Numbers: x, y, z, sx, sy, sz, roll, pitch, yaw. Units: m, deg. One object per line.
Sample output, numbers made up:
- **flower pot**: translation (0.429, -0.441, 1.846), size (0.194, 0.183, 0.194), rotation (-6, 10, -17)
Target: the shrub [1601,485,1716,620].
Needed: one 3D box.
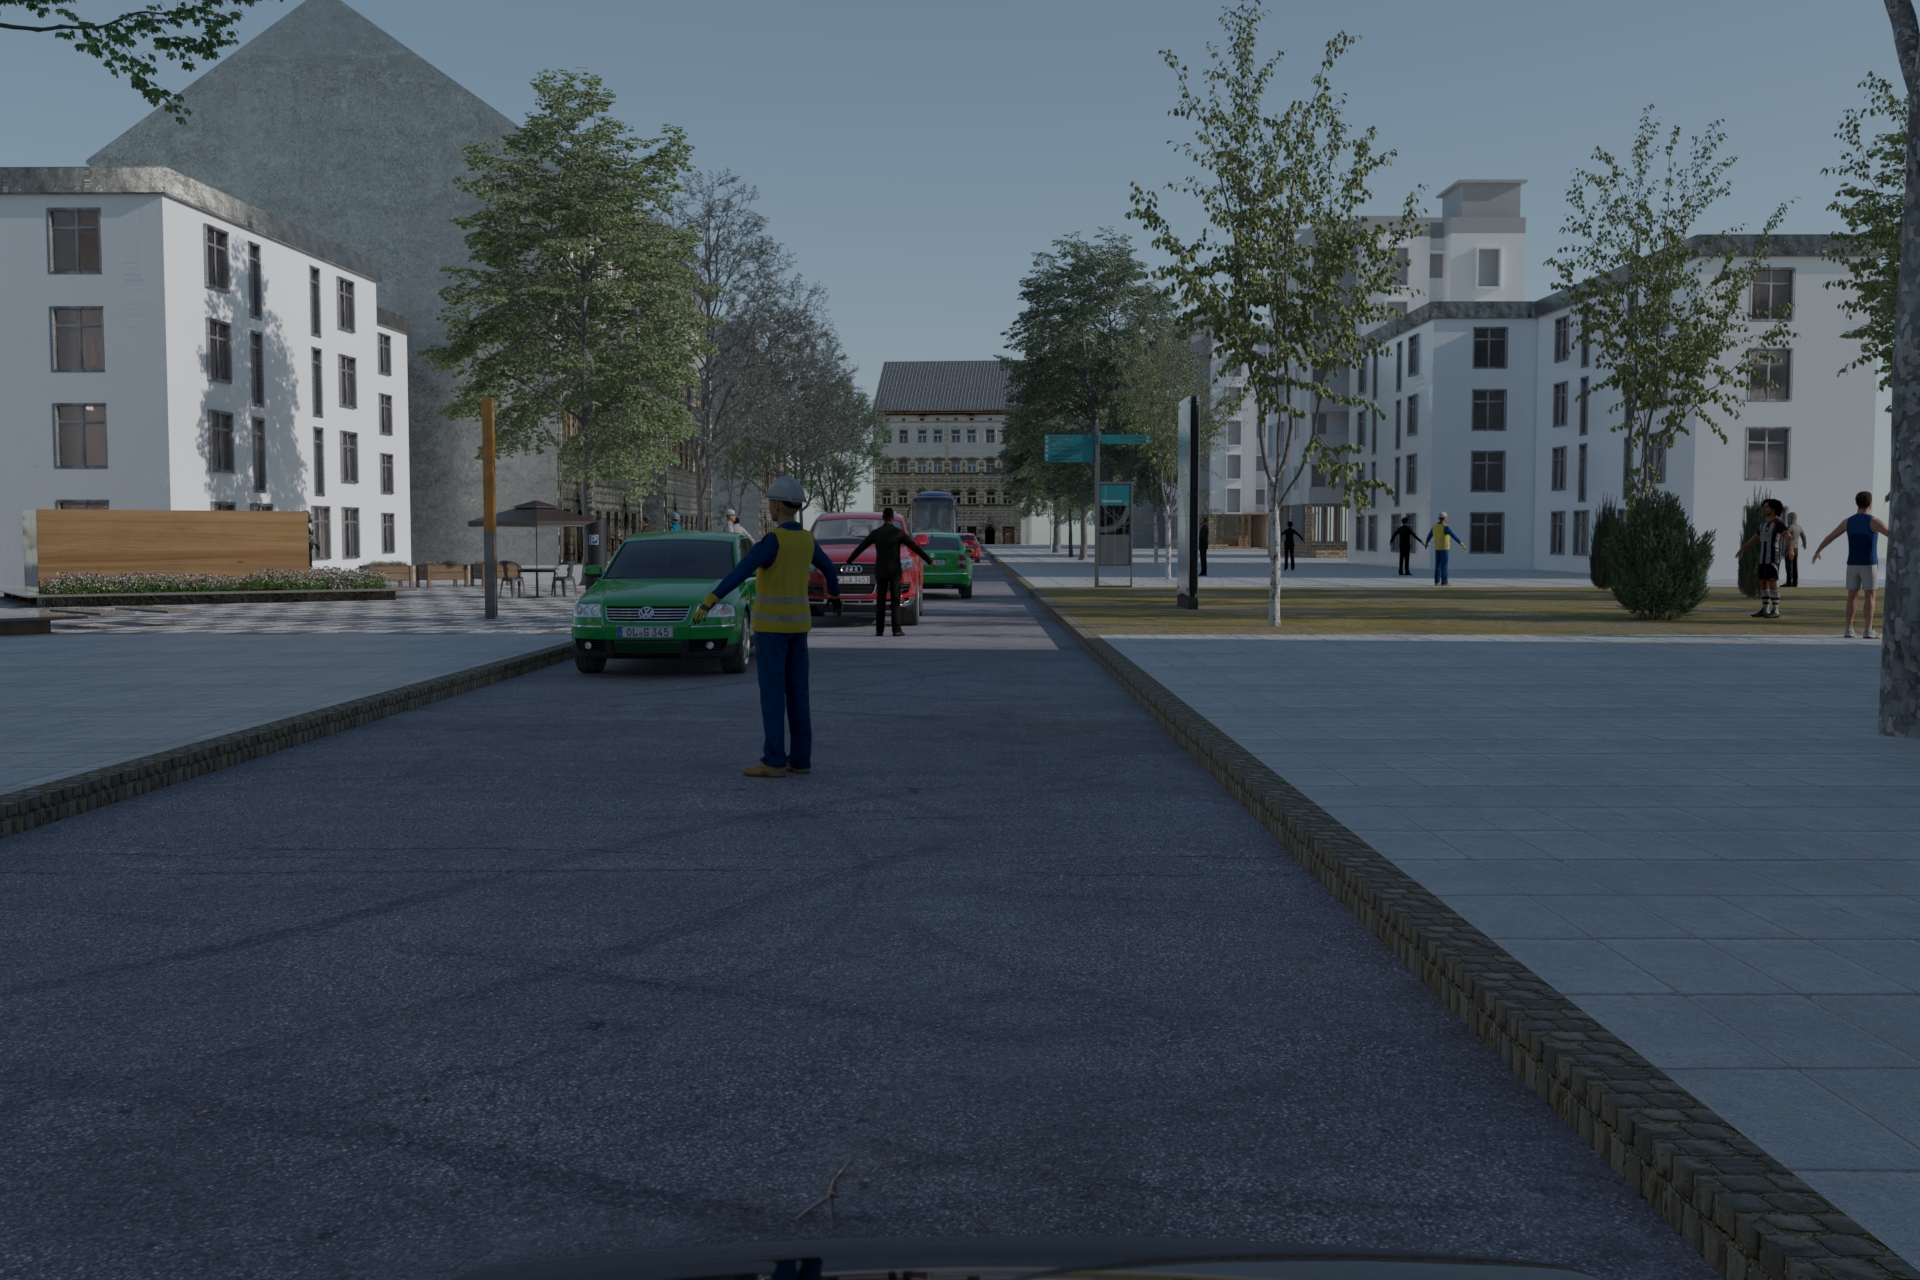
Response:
- **shrub**: translation (10.477, -1.320, 25.994), size (1.690, 2.028, 1.600), rotation (0, 3, 0)

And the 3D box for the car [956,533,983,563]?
- **car**: translation (0.091, -4.811, 87.692), size (2.155, 1.783, 4.494), rotation (0, 4, -1)

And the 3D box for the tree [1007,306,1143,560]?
- **tree**: translation (6.098, -10.267, 85.984), size (7.486, 12.596, 7.792), rotation (0, 3, 0)

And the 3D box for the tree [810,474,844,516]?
- **tree**: translation (-15.777, -16.044, 212.689), size (4.360, 8.622, 3.978), rotation (0, 3, 0)

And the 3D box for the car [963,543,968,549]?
- **car**: translation (-0.662, -4.158, 80.347), size (2.083, 1.381, 4.827), rotation (0, 4, -1)

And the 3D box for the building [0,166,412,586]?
- **building**: translation (-22.431, -6.830, 53.822), size (9.099, 9.664, 28.070), rotation (0, 4, 1)

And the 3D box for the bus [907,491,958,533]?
- **bus**: translation (-1.471, -6.828, 103.186), size (2.896, 3.916, 12.251), rotation (0, 4, 1)

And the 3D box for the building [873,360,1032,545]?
- **building**: translation (-0.590, -23.534, 218.169), size (18.063, 23.208, 19.493), rotation (0, 4, 6)

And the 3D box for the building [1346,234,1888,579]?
- **building**: translation (21.498, -7.372, 62.686), size (9.099, 9.664, 28.070), rotation (0, 4, 0)

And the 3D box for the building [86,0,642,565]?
- **building**: translation (-25.634, -15.197, 79.394), size (19.493, 23.208, 18.063), rotation (0, 3, 0)

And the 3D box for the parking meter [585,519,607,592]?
- **parking meter**: translation (-6.129, -1.270, 29.182), size (0.372, 1.533, 0.369), rotation (0, 3, 0)

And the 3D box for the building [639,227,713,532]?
- **building**: translation (-24.993, -16.492, 100.573), size (19.493, 23.208, 18.063), rotation (0, 4, -1)

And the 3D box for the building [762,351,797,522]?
- **building**: translation (-27.236, -19.324, 182.401), size (16.747, 18.905, 31.486), rotation (0, 4, 1)

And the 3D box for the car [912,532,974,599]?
- **car**: translation (-0.642, -1.896, 39.791), size (1.959, 1.807, 4.718), rotation (0, 4, -1)

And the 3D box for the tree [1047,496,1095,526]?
- **tree**: translation (15.709, -19.077, 218.558), size (9.857, 13.997, 8.962), rotation (0, 3, 0)

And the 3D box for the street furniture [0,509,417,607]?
- **street furniture**: translation (-14.343, -1.649, 33.813), size (11.010, 1.723, 9.812), rotation (-2, 4, -35)

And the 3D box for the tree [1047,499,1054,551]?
- **tree**: translation (6.546, -10.922, 128.933), size (4.360, 8.622, 3.978), rotation (0, 3, 0)

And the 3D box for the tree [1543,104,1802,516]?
- **tree**: translation (12.356, -4.912, 30.670), size (4.737, 8.622, 4.395), rotation (0, 3, 0)

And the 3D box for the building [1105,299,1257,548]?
- **building**: translation (24.043, -20.753, 170.242), size (19.493, 23.208, 18.063), rotation (0, 4, 1)

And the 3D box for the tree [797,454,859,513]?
- **tree**: translation (-16.640, -17.976, 219.663), size (9.928, 11.665, 9.643), rotation (0, 3, 0)

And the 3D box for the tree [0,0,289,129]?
- **tree**: translation (-9.022, -5.345, 13.142), size (9.928, 11.665, 9.643), rotation (0, 3, 0)

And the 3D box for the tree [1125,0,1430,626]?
- **tree**: translation (4.337, -4.482, 23.643), size (4.737, 8.622, 4.395), rotation (0, 3, 0)

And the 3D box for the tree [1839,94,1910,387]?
- **tree**: translation (21.481, -7.137, 34.811), size (7.486, 12.596, 7.792), rotation (0, 3, 0)

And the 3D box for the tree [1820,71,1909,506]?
- **tree**: translation (14.682, -4.608, 25.704), size (4.737, 8.622, 4.395), rotation (0, 3, 0)

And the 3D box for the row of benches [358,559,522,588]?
- **row of benches**: translation (-12.570, -1.609, 41.764), size (4.104, 0.672, 1.422), rotation (-3, 5, -44)

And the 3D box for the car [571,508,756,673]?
- **car**: translation (-3.058, -0.639, 19.249), size (1.959, 1.807, 4.718), rotation (0, 4, 1)

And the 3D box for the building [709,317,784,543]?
- **building**: translation (-26.016, -19.821, 155.008), size (19.493, 23.208, 18.063), rotation (0, 4, 1)

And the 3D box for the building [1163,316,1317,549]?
- **building**: translation (23.751, -18.419, 157.578), size (16.016, 20.090, 11.380), rotation (0, 3, 0)

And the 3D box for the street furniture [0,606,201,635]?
- **street furniture**: translation (-17.021, -0.961, 22.568), size (9.812, 1.723, 11.010), rotation (3, 5, 43)

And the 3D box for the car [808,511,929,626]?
- **car**: translation (-1.652, -1.230, 28.788), size (2.281, 1.827, 5.304), rotation (0, 4, 0)

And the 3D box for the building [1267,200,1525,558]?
- **building**: translation (23.941, -15.184, 104.673), size (16.016, 20.090, 11.380), rotation (0, 4, 0)
